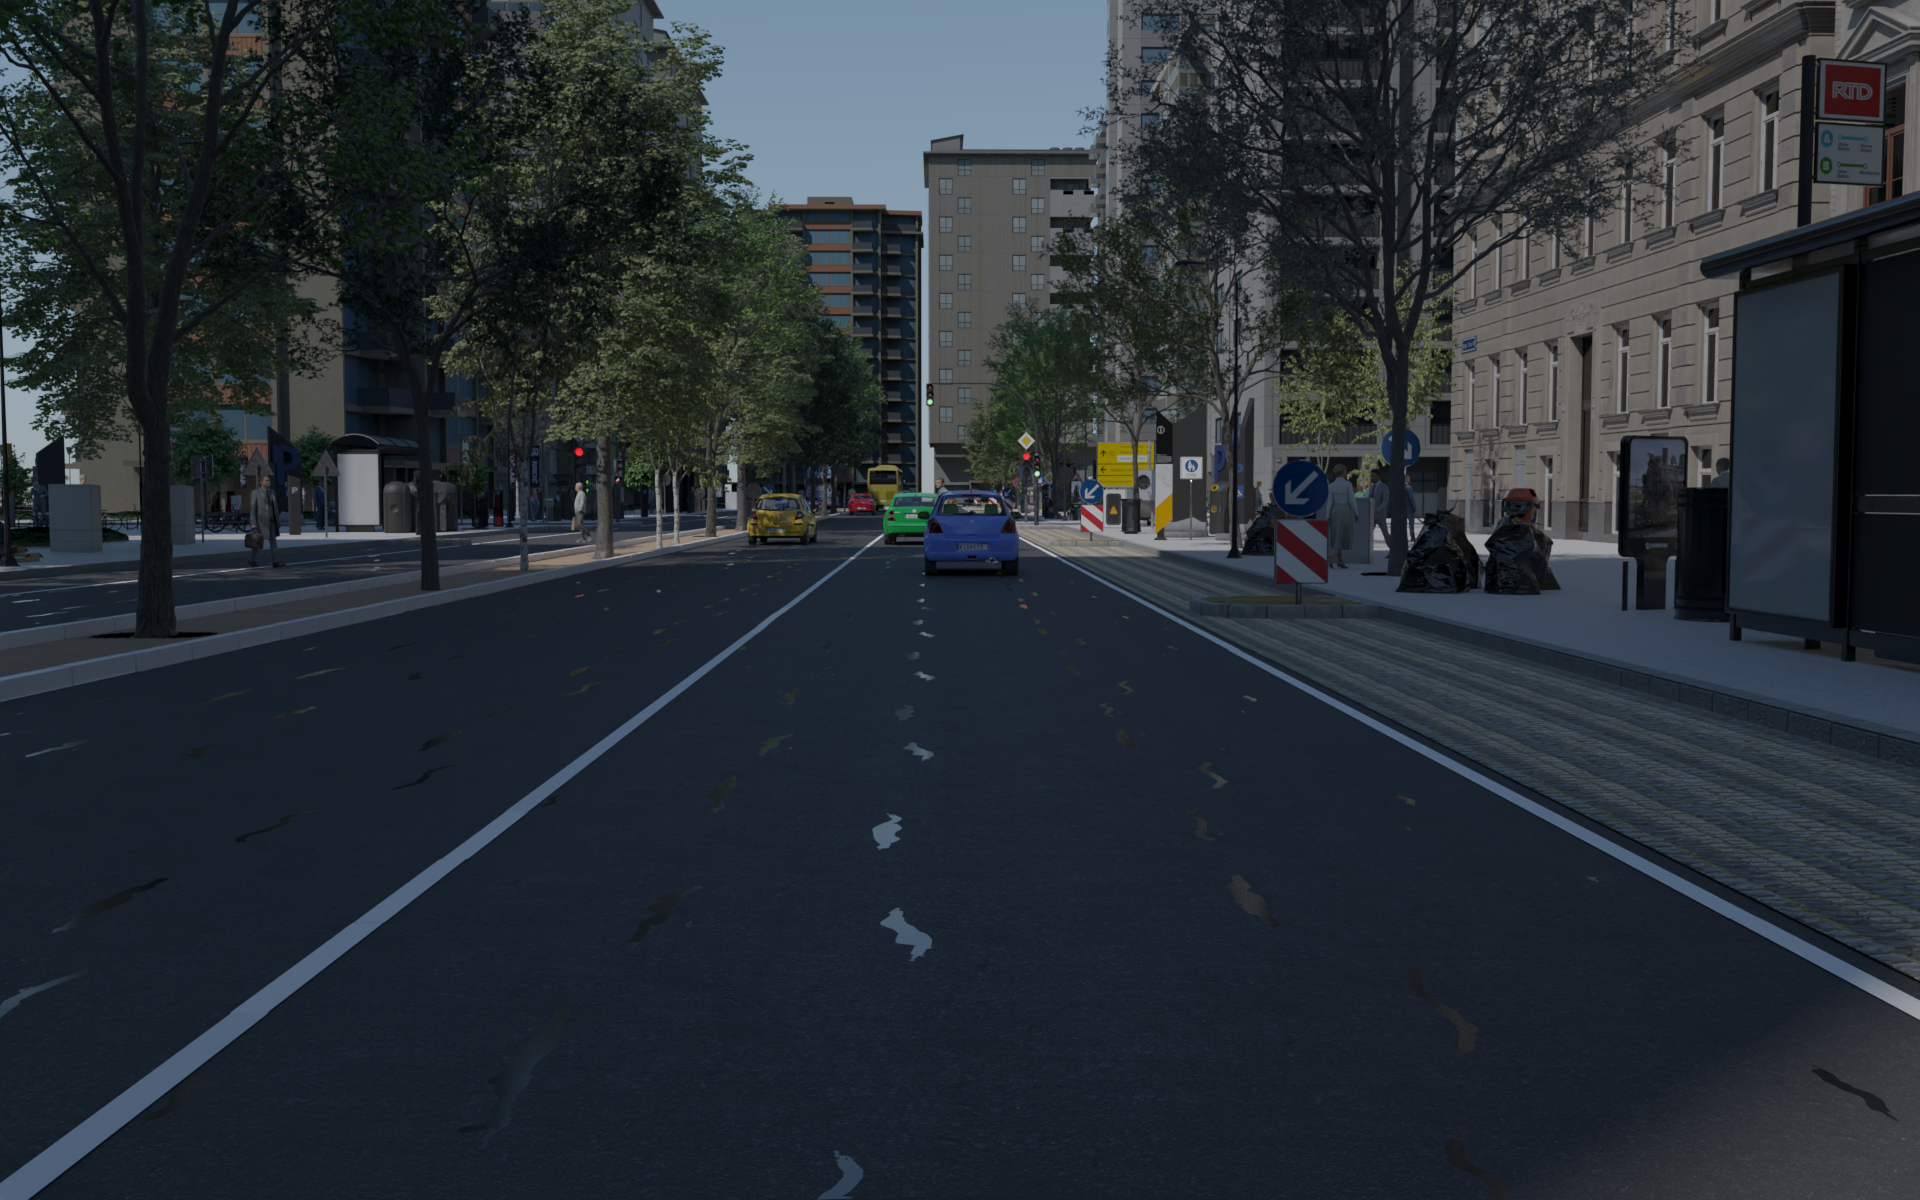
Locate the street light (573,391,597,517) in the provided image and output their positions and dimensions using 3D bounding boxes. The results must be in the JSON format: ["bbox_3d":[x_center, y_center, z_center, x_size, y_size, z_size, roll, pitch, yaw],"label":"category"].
[{"bbox_3d":[-16.845,-6.461,78.172,1.470,5.913,1.316,0,4,-1],"label":"street light"}]

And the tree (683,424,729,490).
[{"bbox_3d":[-19.507,-11.335,135.690,4.360,8.622,3.978,0,3,0],"label":"tree"}]

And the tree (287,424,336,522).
[{"bbox_3d":[-30.145,-5.956,81.093,4.285,4.588,4.351,0,3,0],"label":"tree"}]

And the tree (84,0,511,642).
[{"bbox_3d":[-7.907,-5.418,16.790,9.928,11.665,9.643,0,3,0],"label":"tree"}]

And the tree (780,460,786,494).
[{"bbox_3d":[-20.279,-20.558,192.013,12.611,20.169,13.585,0,3,0],"label":"tree"}]

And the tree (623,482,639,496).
[{"bbox_3d":[-28.340,-9.528,150.381,1.663,3.219,1.824,0,3,0],"label":"tree"}]

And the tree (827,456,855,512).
[{"bbox_3d":[-9.073,-11.190,135.768,4.360,8.622,3.978,0,3,0],"label":"tree"}]

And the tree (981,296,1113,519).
[{"bbox_3d":[4.952,-10.085,90.647,9.928,11.665,9.643,0,3,0],"label":"tree"}]

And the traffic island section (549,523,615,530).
[{"bbox_3d":[-15.407,-2.945,70.434,2.009,0.180,2.903,0,4,-1],"label":"traffic island section"}]

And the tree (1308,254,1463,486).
[{"bbox_3d":[13.373,-6.250,52.557,4.737,8.622,4.395,0,3,0],"label":"tree"}]

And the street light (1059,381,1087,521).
[{"bbox_3d":[4.559,-5.978,70.275,1.470,5.913,1.316,0,4,-1],"label":"street light"}]

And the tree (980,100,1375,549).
[{"bbox_3d":[6.329,-6.507,40.797,8.767,10.594,7.601,-3,4,-38],"label":"tree"}]

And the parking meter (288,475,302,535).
[{"bbox_3d":[-20.809,-2.967,54.222,0.399,1.863,0.255,-1,4,-22],"label":"parking meter"}]

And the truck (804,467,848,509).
[{"bbox_3d":[-12.420,-10.665,164.133,2.967,4.110,18.799,0,4,1],"label":"truck"}]

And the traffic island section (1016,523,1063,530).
[{"bbox_3d":[3.133,-2.960,70.678,2.009,0.180,2.903,0,4,-1],"label":"traffic island section"}]

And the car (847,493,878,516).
[{"bbox_3d":[-6.564,-6.566,116.395,2.155,1.783,4.494,0,4,-2],"label":"car"}]

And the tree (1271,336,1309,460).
[{"bbox_3d":[13.399,-6.943,63.881,4.737,8.622,4.395,0,3,0],"label":"tree"}]

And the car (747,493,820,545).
[{"bbox_3d":[-5.116,-2.449,50.259,2.015,1.641,3.980,0,4,1],"label":"car"}]

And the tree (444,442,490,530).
[{"bbox_3d":[-17.526,-4.161,62.627,1.663,3.219,1.824,0,3,0],"label":"tree"}]

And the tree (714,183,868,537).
[{"bbox_3d":[-8.157,-7.879,57.033,9.928,11.665,9.643,0,3,0],"label":"tree"}]

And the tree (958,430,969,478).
[{"bbox_3d":[5.040,-12.378,136.792,7.601,10.594,8.767,1,4,22],"label":"tree"}]

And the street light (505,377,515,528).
[{"bbox_3d":[-16.665,-5.716,65.994,1.470,5.913,1.316,0,4,-1],"label":"street light"}]

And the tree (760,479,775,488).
[{"bbox_3d":[-19.677,-11.114,176.322,1.663,3.219,1.824,0,3,0],"label":"tree"}]

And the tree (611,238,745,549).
[{"bbox_3d":[-8.155,-5.923,49.661,4.737,8.622,4.395,0,3,0],"label":"tree"}]

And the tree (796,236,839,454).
[{"bbox_3d":[-8.613,-8.980,67.404,7.486,12.596,7.792,0,3,0],"label":"tree"}]

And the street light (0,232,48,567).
[{"bbox_3d":[-16.313,-3.545,30.505,1.470,5.913,1.316,0,4,-1],"label":"street light"}]

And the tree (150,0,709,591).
[{"bbox_3d":[-7.819,-5.431,25.672,8.767,10.594,7.601,0,4,-1],"label":"tree"}]

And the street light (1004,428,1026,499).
[{"bbox_3d":[3.941,-8.868,117.527,1.470,5.913,1.316,0,4,-1],"label":"street light"}]

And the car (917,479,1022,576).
[{"bbox_3d":[0.181,-1.357,31.778,1.945,1.707,3.694,0,4,-1],"label":"car"}]

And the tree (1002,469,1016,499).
[{"bbox_3d":[4.200,-12.778,159.280,4.737,8.622,4.395,0,3,0],"label":"tree"}]

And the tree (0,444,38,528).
[{"bbox_3d":[-36.392,-4.409,66.694,1.663,3.219,1.824,0,3,0],"label":"tree"}]

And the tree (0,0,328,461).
[{"bbox_3d":[-17.695,-7.367,38.576,7.486,12.596,7.792,0,3,0],"label":"tree"}]

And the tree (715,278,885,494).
[{"bbox_3d":[-8.753,-10.419,89.820,9.611,12.733,9.660,0,3,0],"label":"tree"}]

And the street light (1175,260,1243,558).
[{"bbox_3d":[4.951,-3.788,34.480,1.470,5.913,1.316,0,4,-1],"label":"street light"}]

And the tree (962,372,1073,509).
[{"bbox_3d":[4.961,-14.080,147.224,9.611,12.733,9.660,0,3,0],"label":"tree"}]

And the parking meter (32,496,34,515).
[{"bbox_3d":[-42.256,-4.337,79.321,0.372,1.533,0.369,0,3,0],"label":"parking meter"}]

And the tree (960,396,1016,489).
[{"bbox_3d":[3.889,-17.255,200.247,7.486,12.596,7.792,0,3,0],"label":"tree"}]

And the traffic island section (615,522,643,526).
[{"bbox_3d":[-15.515,-3.433,78.418,2.009,0.180,2.903,0,4,-1],"label":"traffic island section"}]

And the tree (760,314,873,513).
[{"bbox_3d":[-8.763,-8.827,81.194,8.767,10.594,7.601,0,4,-1],"label":"tree"}]

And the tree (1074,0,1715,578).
[{"bbox_3d":[6.810,-7.125,26.860,12.009,13.543,11.850,0,3,0],"label":"tree"}]

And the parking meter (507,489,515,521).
[{"bbox_3d":[-21.255,-4.498,81.955,0.372,1.533,0.369,0,3,0],"label":"parking meter"}]

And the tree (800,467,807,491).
[{"bbox_3d":[-19.633,-17.046,229.063,4.360,8.622,3.978,0,3,0],"label":"tree"}]

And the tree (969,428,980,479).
[{"bbox_3d":[5.571,-7.510,57.206,7.601,10.594,8.767,-1,4,-22],"label":"tree"}]

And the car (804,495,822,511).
[{"bbox_3d":[-12.590,-8.193,146.531,1.945,1.354,3.894,0,4,-2],"label":"car"}]

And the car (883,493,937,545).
[{"bbox_3d":[-1.271,-2.539,50.312,1.959,1.807,4.718,0,4,0],"label":"car"}]

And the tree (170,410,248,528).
[{"bbox_3d":[-29.094,-5.059,66.431,4.285,4.588,4.351,0,3,0],"label":"tree"}]

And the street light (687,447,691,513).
[{"bbox_3d":[-17.459,-8.709,114.932,1.470,5.913,1.316,0,4,-1],"label":"street light"}]

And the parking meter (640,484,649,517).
[{"bbox_3d":[-17.533,-5.539,96.278,0.399,1.863,0.255,-2,4,-30],"label":"parking meter"}]

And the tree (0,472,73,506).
[{"bbox_3d":[-73.250,-13.666,125.255,13.155,14.587,18.604,0,4,-4],"label":"tree"}]

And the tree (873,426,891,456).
[{"bbox_3d":[-9.299,-11.790,129.635,8.767,10.594,7.601,0,4,-1],"label":"tree"}]

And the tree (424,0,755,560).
[{"bbox_3d":[-7.880,-7.175,37.903,7.486,12.596,7.792,0,3,0],"label":"tree"}]

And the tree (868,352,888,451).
[{"bbox_3d":[-8.433,-10.489,99.709,9.928,11.665,9.643,0,3,0],"label":"tree"}]

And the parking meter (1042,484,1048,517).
[{"bbox_3d":[4.791,-5.612,97.474,0.255,1.863,0.399,2,4,27],"label":"parking meter"}]

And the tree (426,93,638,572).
[{"bbox_3d":[-8.023,-4.831,31.799,4.360,8.622,3.978,0,3,0],"label":"tree"}]

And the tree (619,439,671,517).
[{"bbox_3d":[-18.082,-7.065,99.231,4.285,4.588,4.351,0,3,0],"label":"tree"}]
